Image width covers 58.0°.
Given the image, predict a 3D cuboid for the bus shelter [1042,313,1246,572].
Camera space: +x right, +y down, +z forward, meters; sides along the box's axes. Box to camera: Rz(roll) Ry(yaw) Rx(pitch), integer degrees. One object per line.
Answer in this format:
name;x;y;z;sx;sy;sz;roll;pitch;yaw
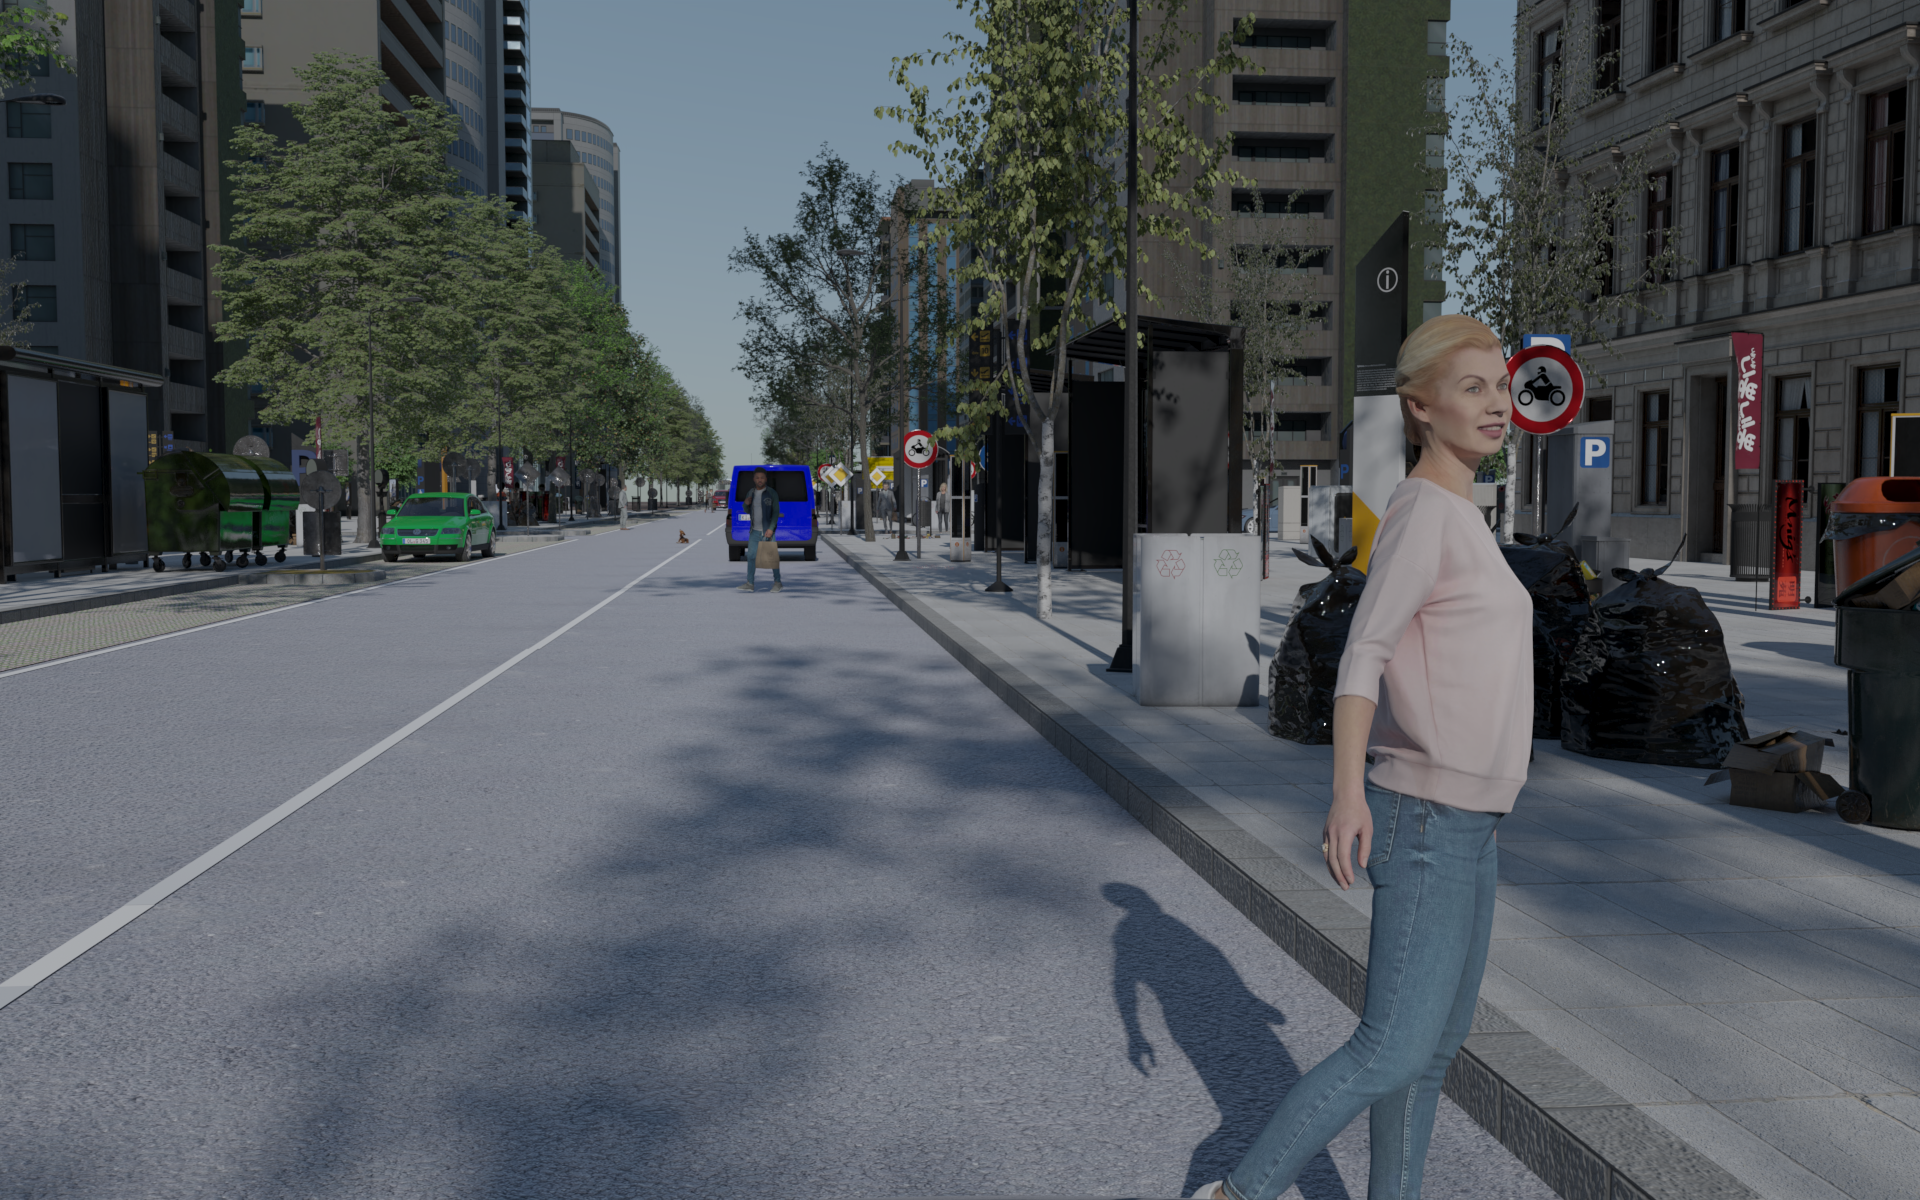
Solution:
bus shelter;2.614;-2.103;25.662;1.731;3.624;6.357;0;4;-6

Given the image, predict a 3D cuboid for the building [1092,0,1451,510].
building;14.582;-19.157;84.922;14.107;30.474;14.160;0;4;-6

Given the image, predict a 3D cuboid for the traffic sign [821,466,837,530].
traffic sign;-4.578;-3.560;61.840;0.795;2.450;0.064;0;4;-6

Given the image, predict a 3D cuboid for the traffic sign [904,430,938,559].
traffic sign;-0.816;-2.094;34.336;0.768;2.556;0.104;0;4;-5

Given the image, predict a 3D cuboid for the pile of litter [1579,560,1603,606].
pile of litter;4.360;0.089;12.507;1.719;0.858;1.176;2;4;33

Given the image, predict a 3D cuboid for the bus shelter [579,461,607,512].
bus shelter;-26.467;-8.230;125.839;1.731;3.624;6.357;0;4;-6

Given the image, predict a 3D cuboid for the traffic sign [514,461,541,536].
traffic sign;-13.197;-3.012;52.886;0.795;2.450;0.064;0;4;-6

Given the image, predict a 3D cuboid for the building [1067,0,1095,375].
building;14.435;-27.704;103.065;14.600;45.320;14.200;0;4;-6

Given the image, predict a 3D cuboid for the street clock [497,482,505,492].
street clock;-27.069;-5.971;102.189;0.358;2.002;0.471;2;4;33

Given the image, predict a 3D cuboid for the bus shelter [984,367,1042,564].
bus shelter;1.361;-2.666;34.872;1.731;3.624;6.357;0;4;-6

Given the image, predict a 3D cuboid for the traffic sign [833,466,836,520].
traffic sign;-5.684;-4.732;77.476;0.768;2.556;0.104;0;4;1

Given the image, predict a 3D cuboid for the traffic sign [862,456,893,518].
traffic sign;-4.178;-6.091;93.454;2.265;3.308;0.079;0;4;2

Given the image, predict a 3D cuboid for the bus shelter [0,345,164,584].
bus shelter;-14.509;-2.946;25.796;2.179;5.291;8.768;0;4;-6

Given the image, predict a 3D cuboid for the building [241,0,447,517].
building;-44.401;-29.532;106.547;21.300;48.544;21.600;0;4;-6

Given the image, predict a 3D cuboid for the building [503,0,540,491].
building;-54.353;-52.731;174.826;22.319;86.520;31.000;0;4;-6

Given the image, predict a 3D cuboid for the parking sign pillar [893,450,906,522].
parking sign pillar;-2.358;-5.521;78.745;1.447;3.967;1.447;1;4;20

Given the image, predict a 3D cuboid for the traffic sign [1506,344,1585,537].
traffic sign;4.941;-0.900;14.827;0.768;2.556;0.104;0;4;-6

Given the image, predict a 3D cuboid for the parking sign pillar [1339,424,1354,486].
parking sign pillar;11.389;-3.710;49.130;1.447;3.967;1.447;-2;4;-31

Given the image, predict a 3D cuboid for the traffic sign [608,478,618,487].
traffic sign;-27.064;-8.257;135.104;0.768;2.556;0.104;0;4;1

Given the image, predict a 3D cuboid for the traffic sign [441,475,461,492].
traffic sign;-22.551;-4.693;76.727;0.884;2.594;0.081;0;4;1

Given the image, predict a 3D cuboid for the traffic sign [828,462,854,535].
traffic sign;-3.708;-3.074;53.903;0.795;2.450;0.064;0;4;-6

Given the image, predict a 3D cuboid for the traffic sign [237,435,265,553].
traffic sign;-15.366;-2.292;37.576;0.768;2.556;0.104;0;4;-4

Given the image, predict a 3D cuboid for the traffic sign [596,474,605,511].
traffic sign;-22.793;-6.683;109.372;0.768;2.556;0.104;0;4;-4

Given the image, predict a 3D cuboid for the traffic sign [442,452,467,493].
traffic sign;-15.324;-3.206;52.530;0.768;2.556;0.104;0;4;1

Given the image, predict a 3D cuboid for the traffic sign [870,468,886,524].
traffic sign;-3.615;-4.539;75.404;0.795;2.450;0.064;0;4;-3

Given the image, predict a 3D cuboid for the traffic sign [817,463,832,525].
traffic sign;-5.552;-4.411;72.220;0.768;2.556;0.104;0;4;3

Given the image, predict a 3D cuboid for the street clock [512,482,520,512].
street clock;-25.907;-5.900;101.040;0.358;2.002;0.471;2;4;26

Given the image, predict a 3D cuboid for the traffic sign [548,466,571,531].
traffic sign;-14.068;-3.497;60.824;0.795;2.450;0.064;0;4;-6

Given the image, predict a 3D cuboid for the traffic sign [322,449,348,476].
traffic sign;-14.308;-2.296;39.670;0.606;2.300;0.079;0;4;2

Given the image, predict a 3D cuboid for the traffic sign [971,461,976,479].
traffic sign;0.223;-3.850;63.046;0.768;2.556;0.104;0;4;2

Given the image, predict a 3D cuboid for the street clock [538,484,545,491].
street clock;-29.149;-7.104;120.716;0.471;2.002;0.358;-2;4;-33

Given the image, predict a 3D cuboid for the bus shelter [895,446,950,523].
bus shelter;-1.541;-4.871;73.569;2.014;3.302;5.546;0;4;-6

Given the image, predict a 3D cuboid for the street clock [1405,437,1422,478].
street clock;4.506;-0.769;17.142;0.471;2.002;0.358;-3;5;-41

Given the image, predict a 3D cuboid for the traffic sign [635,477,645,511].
traffic sign;-23.872;-7.903;129.314;0.768;2.556;0.104;0;4;-3

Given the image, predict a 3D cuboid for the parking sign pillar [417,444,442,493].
parking sign pillar;-29.237;-6.591;96.242;1.447;3.967;1.447;1;4;10

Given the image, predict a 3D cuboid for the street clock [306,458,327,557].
street clock;-13.091;-1.878;35.273;0.471;2.002;0.358;3;5;41

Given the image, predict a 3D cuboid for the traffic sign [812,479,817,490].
traffic sign;-9.649;-6.908;114.129;0.795;2.450;0.064;0;4;3

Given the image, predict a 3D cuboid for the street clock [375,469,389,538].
street clock;-16.767;-2.794;50.246;0.471;2.002;0.358;3;5;39

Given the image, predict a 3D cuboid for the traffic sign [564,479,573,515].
traffic sign;-24.515;-6.587;107.697;0.884;2.594;0.081;0;4;-2

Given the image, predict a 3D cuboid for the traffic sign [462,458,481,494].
traffic sign;-17.313;-3.738;61.215;0.768;2.556;0.104;0;4;0

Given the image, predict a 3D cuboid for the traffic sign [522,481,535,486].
traffic sign;-21.604;-5.176;86.762;0.606;2.300;0.079;0;4;-4

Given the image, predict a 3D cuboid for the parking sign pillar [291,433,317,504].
parking sign pillar;-28.697;-5.363;76.149;1.447;3.967;1.447;0;4;-7

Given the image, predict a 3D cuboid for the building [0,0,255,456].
building;-41.519;-18.761;78.446;14.160;30.474;14.107;0;4;-6

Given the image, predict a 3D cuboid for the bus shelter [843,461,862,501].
bus shelter;-6.513;-7.081;109.697;2.014;3.302;5.546;0;4;-6

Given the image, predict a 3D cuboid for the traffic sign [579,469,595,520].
traffic sign;-18.629;-5.287;86.542;0.768;2.556;0.104;0;4;-5

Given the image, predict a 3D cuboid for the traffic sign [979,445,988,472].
traffic sign;0.838;-2.571;42.141;0.768;2.556;0.104;0;3;0

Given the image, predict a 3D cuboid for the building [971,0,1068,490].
building;11.516;-42.154;127.466;20.563;71.187;20.611;0;4;-6

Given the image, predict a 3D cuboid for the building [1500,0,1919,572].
building;18.456;-10.234;31.951;10.561;19.102;19.286;0;4;-6
